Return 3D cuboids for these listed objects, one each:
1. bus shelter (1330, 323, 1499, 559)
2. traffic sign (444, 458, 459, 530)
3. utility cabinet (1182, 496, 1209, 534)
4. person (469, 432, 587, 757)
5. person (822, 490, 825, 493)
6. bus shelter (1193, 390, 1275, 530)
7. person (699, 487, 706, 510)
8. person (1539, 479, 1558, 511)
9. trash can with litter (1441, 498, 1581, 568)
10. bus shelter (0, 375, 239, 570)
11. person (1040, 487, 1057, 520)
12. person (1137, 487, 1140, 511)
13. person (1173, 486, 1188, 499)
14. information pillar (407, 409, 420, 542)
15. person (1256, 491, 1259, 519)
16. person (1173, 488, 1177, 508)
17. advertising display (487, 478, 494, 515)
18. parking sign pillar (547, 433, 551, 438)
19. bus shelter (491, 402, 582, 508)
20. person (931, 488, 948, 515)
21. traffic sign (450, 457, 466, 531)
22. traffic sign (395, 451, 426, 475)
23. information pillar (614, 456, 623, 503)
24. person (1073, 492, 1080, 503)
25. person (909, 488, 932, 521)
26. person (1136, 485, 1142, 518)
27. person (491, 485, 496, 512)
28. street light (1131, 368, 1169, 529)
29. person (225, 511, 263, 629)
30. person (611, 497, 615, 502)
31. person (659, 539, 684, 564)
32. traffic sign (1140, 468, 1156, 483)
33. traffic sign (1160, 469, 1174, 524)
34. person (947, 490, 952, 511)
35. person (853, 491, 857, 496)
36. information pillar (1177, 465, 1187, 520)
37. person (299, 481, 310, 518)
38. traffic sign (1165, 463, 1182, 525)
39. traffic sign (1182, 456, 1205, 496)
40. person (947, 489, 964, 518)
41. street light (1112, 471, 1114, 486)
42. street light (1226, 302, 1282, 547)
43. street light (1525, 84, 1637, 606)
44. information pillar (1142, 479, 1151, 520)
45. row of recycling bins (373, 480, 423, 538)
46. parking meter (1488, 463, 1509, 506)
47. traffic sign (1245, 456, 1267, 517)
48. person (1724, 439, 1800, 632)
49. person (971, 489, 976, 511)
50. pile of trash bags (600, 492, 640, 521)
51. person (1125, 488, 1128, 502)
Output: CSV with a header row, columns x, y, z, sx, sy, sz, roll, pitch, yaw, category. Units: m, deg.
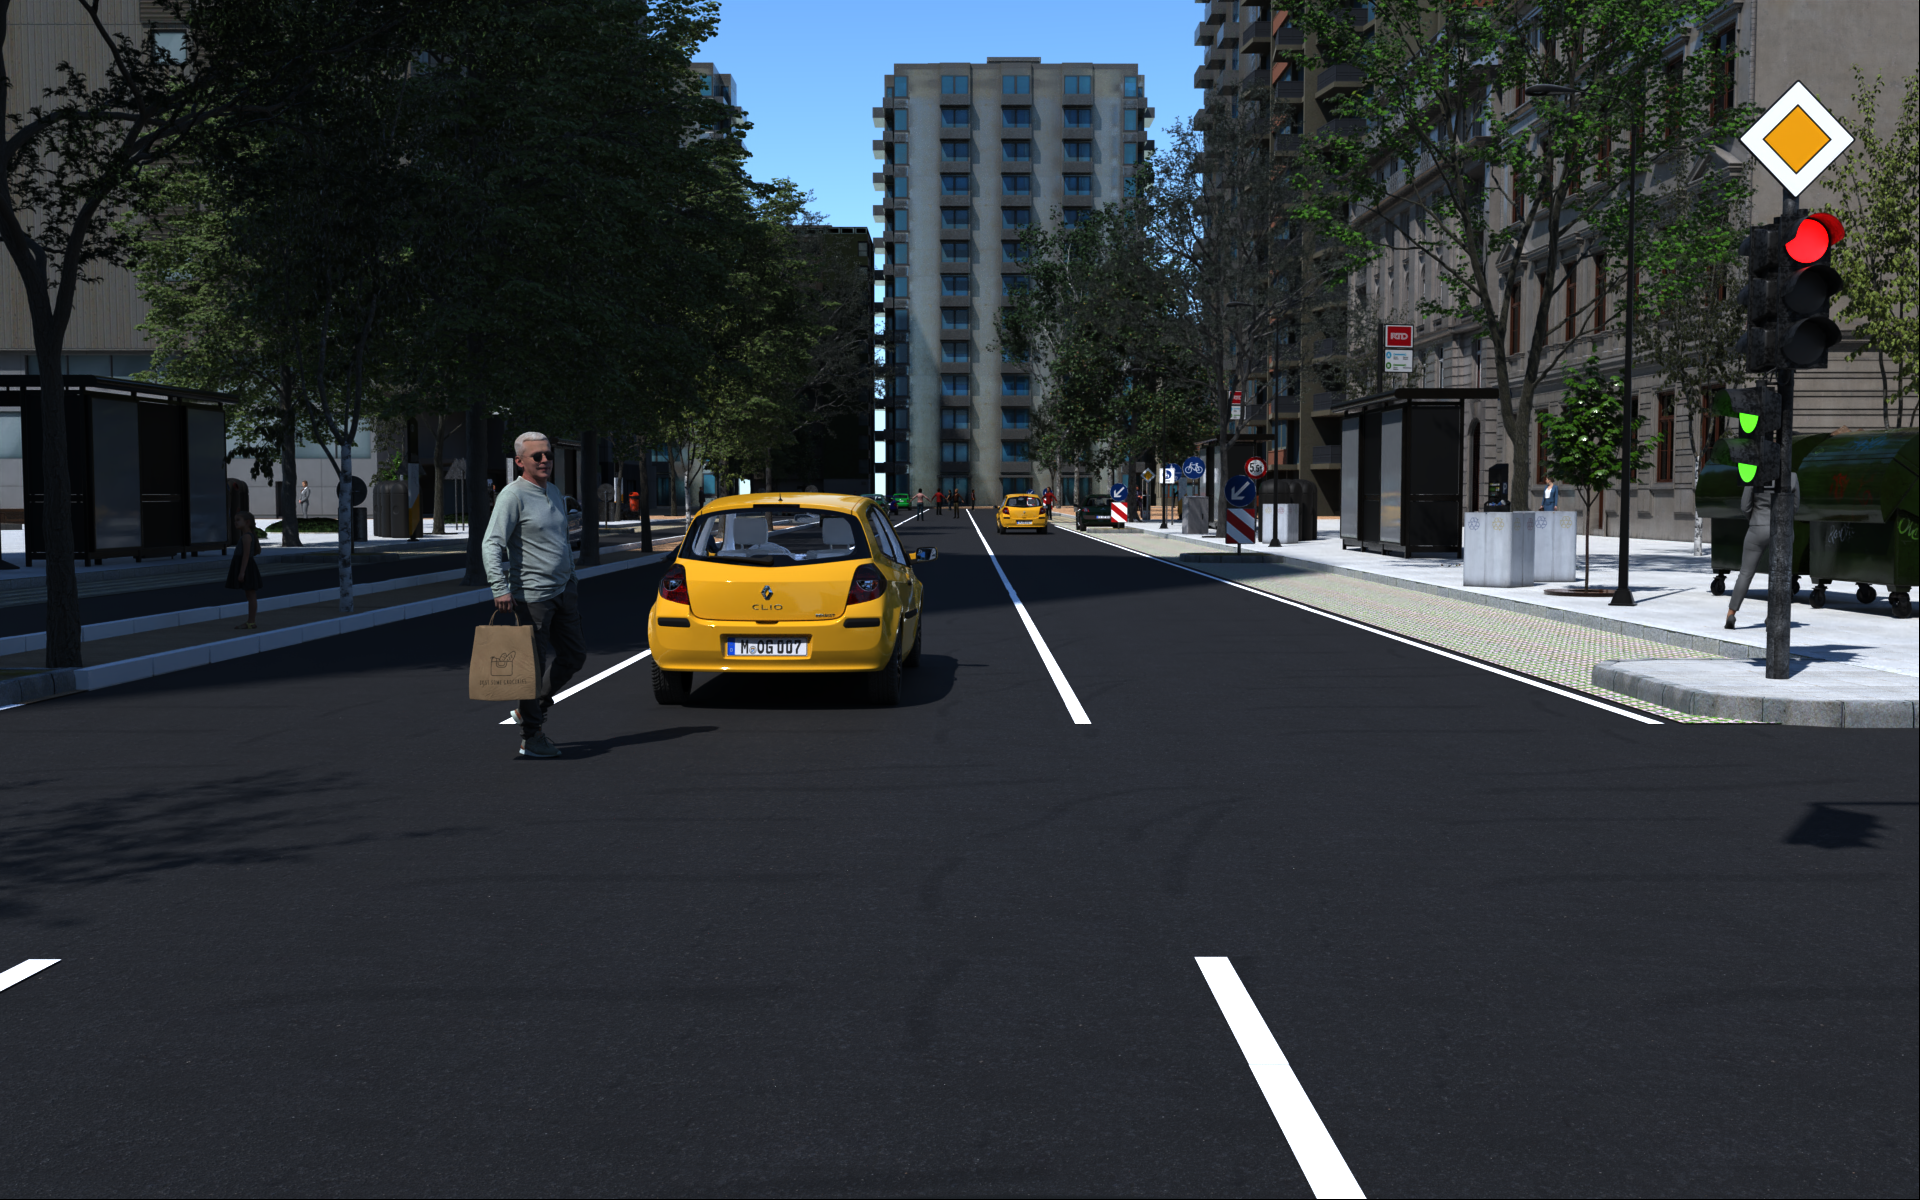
x,y,z,sx,sy,sz,roll,pitch,yaw,category
9.648,-3.723,38.499,2.179,5.291,8.768,0,3,0,bus shelter
-17.924,-3.769,61.630,0.884,2.594,0.081,0,4,2,traffic sign
7.597,-2.733,55.851,1.020,1.237,0.306,-3,5,-43,utility cabinet
-2.371,-0.024,9.382,0.515,1.767,0.782,1,4,21,person
-10.217,-7.295,128.596,1.217,1.723,0.721,-2,4,-34,person
9.992,-5.316,64.549,2.179,5.291,8.768,0,3,0,bus shelter
-16.494,-6.371,110.762,0.434,1.755,0.990,0,4,-6,person
17.446,-2.754,51.098,0.654,1.822,0.581,-1,4,-19,person
9.771,-1.188,30.481,1.678,1.210,2.233,-3,5,-45,trash can with litter
-16.158,-3.316,31.852,2.179,5.291,8.768,0,3,0,bus shelter
4.863,-5.312,95.286,1.348,1.831,0.705,3,5,41,person
13.471,-7.660,131.311,0.705,1.821,1.348,-3,5,-40,person
14.438,-6.583,113.299,1.348,1.869,0.705,3,4,36,person
-14.808,-3.398,46.907,0.183,3.616,0.504,1,4,8,information pillar
15.257,-4.845,88.525,0.557,1.426,1.065,-2,4,-27,person
20.063,-9.558,162.340,0.705,1.821,1.348,-1,4,-9,person
-19.088,-3.934,69.542,0.123,1.923,0.974,2,4,24,advertising display
-17.051,-5.054,71.109,1.447,3.967,1.447,-1,4,-8,parking sign pillar
-15.930,-5.381,65.618,2.179,5.291,8.768,0,4,0,bus shelter
-1.398,-6.621,116.699,1.348,1.831,0.705,2,4,29,person
-17.371,-3.701,60.521,0.884,2.594,0.081,0,4,3,traffic sign
-15.215,-2.934,47.983,0.884,2.594,0.081,0,4,5,traffic sign
-17.165,-5.851,87.020,0.183,3.616,0.504,3,5,42,information pillar
10.782,-9.355,159.448,0.683,1.767,0.568,-1,4,-18,person
-2.122,-5.117,92.872,1.217,1.736,0.721,0,4,5,person
9.619,-5.293,93.033,0.683,1.767,0.568,-1,4,-22,person
-24.748,-5.231,92.122,0.434,1.755,0.990,0,4,-4,person
7.029,-5.604,64.171,1.470,5.913,1.316,0,3,0,street light
-7.572,-0.314,18.307,0.373,1.253,0.362,-1,4,-20,person
-25.472,-7.387,127.376,0.990,1.755,0.434,0,4,-1,person
-3.785,-0.649,24.615,1.012,1.151,0.738,0,4,-1,person
9.261,-5.227,85.191,0.795,2.593,0.064,1,4,8,traffic sign
8.285,-4.113,69.375,0.606,2.300,0.079,1,4,10,traffic sign
-0.920,-8.673,150.318,0.705,1.822,1.348,1,4,15,person
-10.222,-9.733,168.549,0.541,1.710,0.530,-3,5,-41,person
11.061,-5.792,86.056,0.504,3.616,0.183,3,5,44,information pillar
-24.663,-3.589,65.004,0.520,1.790,0.573,2,4,29,person
8.779,-4.370,71.553,0.768,2.556,0.104,0,4,7,traffic sign
7.926,-3.588,58.763,0.768,2.556,0.104,0,4,6,traffic sign
-0.258,-5.684,101.956,1.217,1.766,0.721,3,4,38,person
7.087,-6.941,86.025,1.470,5.913,1.316,0,3,0,street light
7.130,-4.247,41.988,1.470,5.913,1.316,0,3,0,street light
7.102,-2.890,19.800,1.470,5.913,1.316,0,3,0,street light
9.285,-5.001,86.251,0.304,2.012,0.304,3,5,45,information pillar
-16.849,-2.729,51.737,1.069,1.692,3.534,-2,4,-29,row of recycling bins
10.239,-1.668,32.976,0.255,1.863,0.399,3,5,41,parking meter
10.026,-3.587,58.748,0.768,2.556,0.104,0,4,2,traffic sign
7.532,-0.608,16.258,0.520,1.790,0.573,0,4,-3,person
1.179,-8.649,149.871,0.705,1.831,1.348,0,4,8,person
-16.484,-4.585,84.716,1.912,1.369,3.447,-2,4,-35,pile of trash bags
11.303,-6.751,117.345,0.530,1.710,0.541,0,4,7,person
